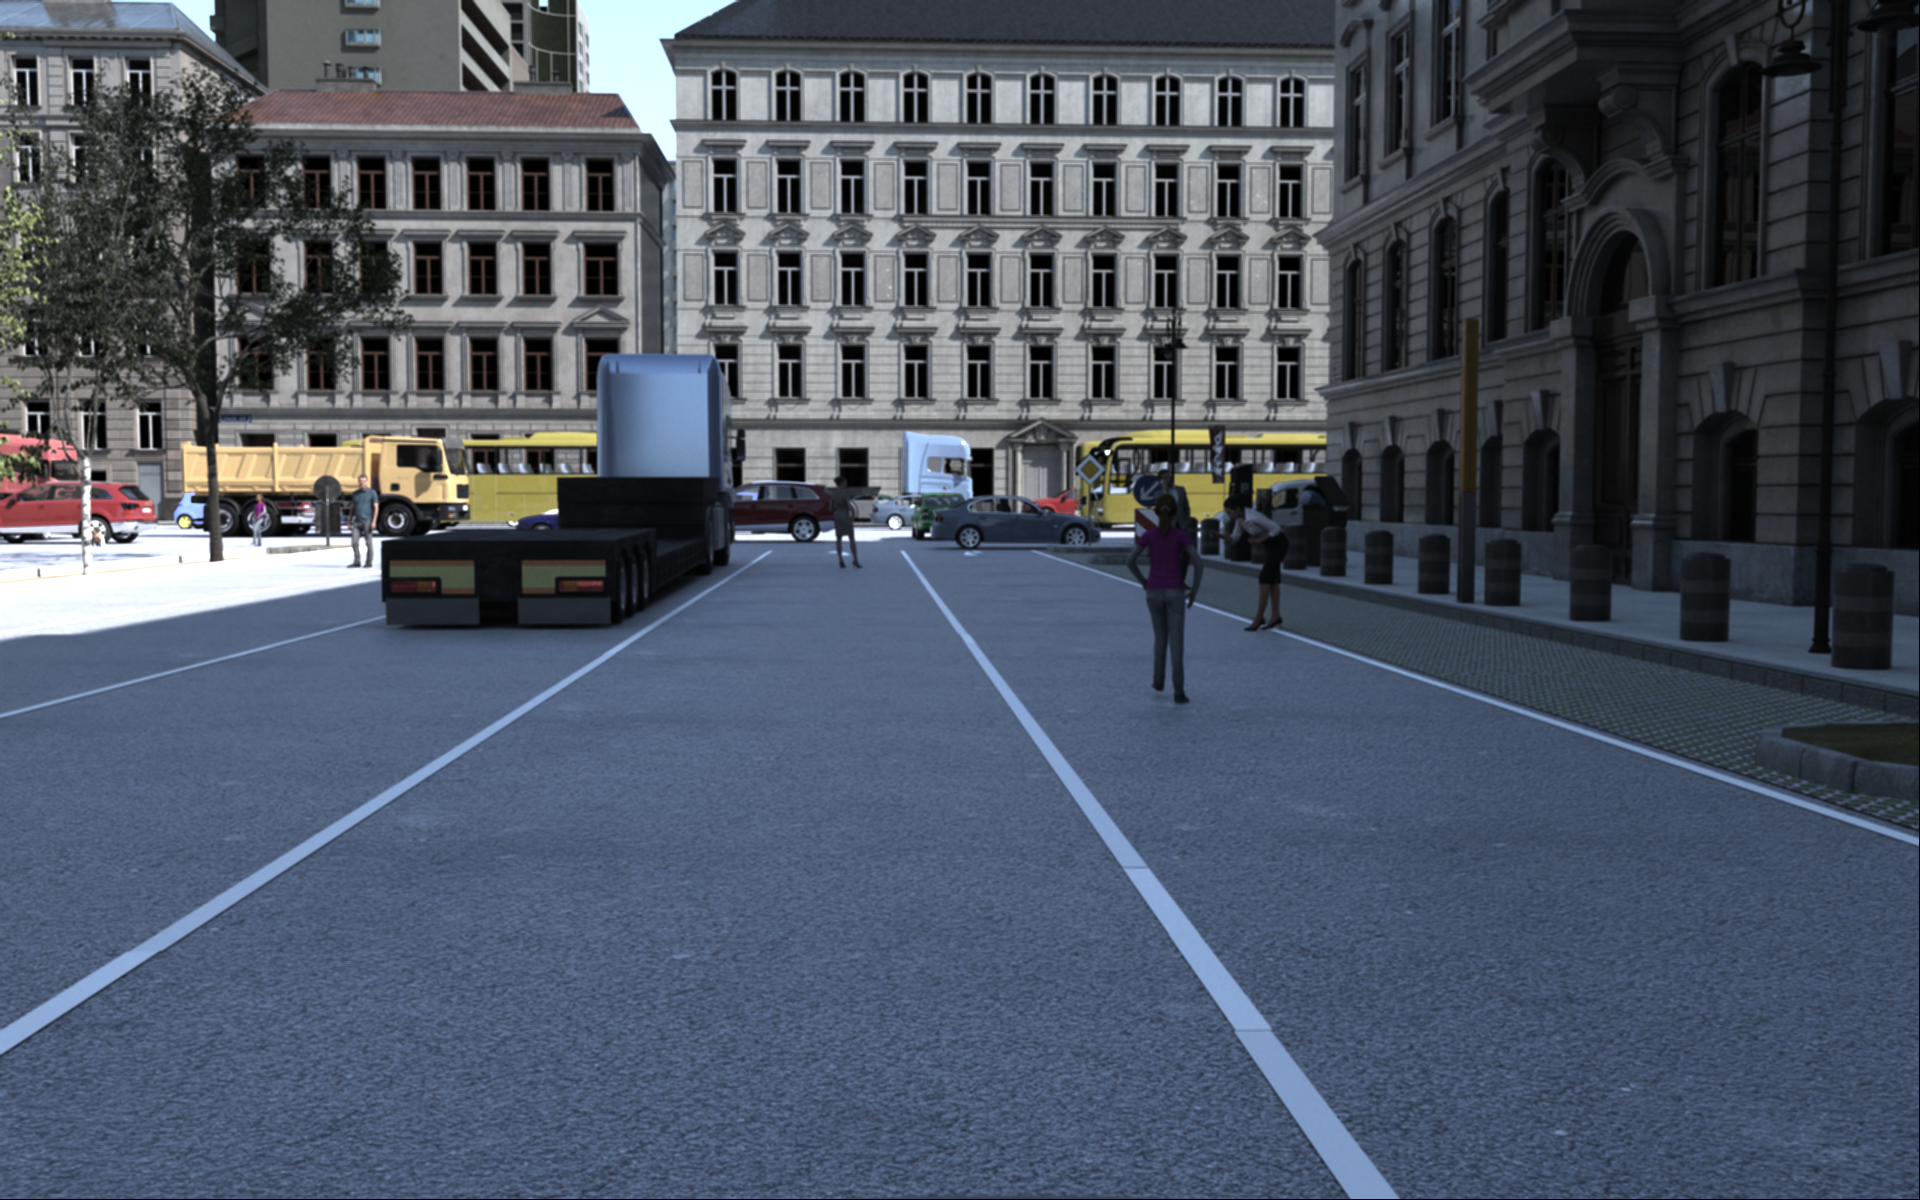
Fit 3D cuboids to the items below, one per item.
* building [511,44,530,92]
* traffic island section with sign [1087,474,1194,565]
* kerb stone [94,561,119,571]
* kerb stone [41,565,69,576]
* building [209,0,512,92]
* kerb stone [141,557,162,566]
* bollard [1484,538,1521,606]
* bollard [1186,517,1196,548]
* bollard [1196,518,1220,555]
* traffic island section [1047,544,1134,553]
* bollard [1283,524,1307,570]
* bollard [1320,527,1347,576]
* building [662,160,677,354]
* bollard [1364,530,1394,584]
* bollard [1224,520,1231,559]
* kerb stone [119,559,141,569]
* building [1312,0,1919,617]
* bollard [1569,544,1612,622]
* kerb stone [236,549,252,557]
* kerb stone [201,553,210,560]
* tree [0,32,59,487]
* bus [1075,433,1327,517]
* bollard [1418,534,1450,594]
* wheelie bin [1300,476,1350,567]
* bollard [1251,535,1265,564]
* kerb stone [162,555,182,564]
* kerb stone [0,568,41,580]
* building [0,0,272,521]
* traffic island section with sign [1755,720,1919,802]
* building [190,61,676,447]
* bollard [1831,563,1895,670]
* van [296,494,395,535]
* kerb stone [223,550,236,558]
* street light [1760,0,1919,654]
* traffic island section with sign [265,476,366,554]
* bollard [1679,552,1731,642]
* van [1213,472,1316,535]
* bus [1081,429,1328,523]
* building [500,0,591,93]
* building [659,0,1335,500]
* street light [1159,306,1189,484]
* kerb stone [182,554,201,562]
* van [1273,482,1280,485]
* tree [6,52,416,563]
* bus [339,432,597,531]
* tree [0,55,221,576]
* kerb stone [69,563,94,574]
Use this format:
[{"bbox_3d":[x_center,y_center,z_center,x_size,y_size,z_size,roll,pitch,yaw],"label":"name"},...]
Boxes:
[{"bbox_3d":[-49.090,-31.610,166.932,14.600,45.320,14.200,0,4,-3],"label":"building"},{"bbox_3d":[3.666,-1.651,35.622,1.989,1.847,2.006,0,4,-3],"label":"traffic island section with sign"},{"bbox_3d":[-16.083,-0.626,32.435,0.120,0.150,1.000,0,4,-3],"label":"kerb stone"},{"bbox_3d":[-15.971,-0.498,30.375,0.120,0.150,1.000,0,4,-3],"label":"kerb stone"},{"bbox_3d":[-51.178,-32.117,148.818,21.300,48.544,21.600,0,4,-3],"label":"building"},{"bbox_3d":[-16.202,-0.750,34.497,0.120,0.150,1.000,0,4,-3],"label":"kerb stone"},{"bbox_3d":[6.261,-0.322,19.976,0.404,0.777,0.398,0,3,0],"label":"bollard"},{"bbox_3d":[5.165,-1.490,39.083,0.404,0.777,0.398,0,3,0],"label":"bollard"},{"bbox_3d":[5.300,-1.344,36.695,0.404,0.777,0.398,0,3,0],"label":"bollard"},{"bbox_3d":[3.237,-1.269,43.021,2.009,0.180,2.903,0,4,-3],"label":"traffic island section"},{"bbox_3d":[5.708,-0.906,29.525,0.404,0.777,0.398,0,3,0],"label":"bollard"},{"bbox_3d":[5.851,-0.760,27.138,0.404,0.777,0.398,0,3,0],"label":"bollard"},{"bbox_3d":[-38.897,-38.624,251.102,30.456,49.044,23.786,0,4,-3],"label":"building"},{"bbox_3d":[5.987,-0.614,24.751,0.404,0.777,0.398,0,3,0],"label":"bollard"},{"bbox_3d":[5.436,-1.198,34.300,0.404,0.777,0.398,0,3,0],"label":"bollard"},{"bbox_3d":[-16.145,-0.686,33.471,0.120,0.150,1.000,0,4,-3],"label":"kerb stone"},{"bbox_3d":[14.758,-12.527,23.903,14.460,24.649,34.723,0,4,-3],"label":"building"},{"bbox_3d":[6.404,-0.175,17.584,0.404,0.777,0.398,0,3,0],"label":"bollard"},{"bbox_3d":[-16.497,-1.067,39.644,0.120,0.150,1.000,0,4,-3],"label":"kerb stone"},{"bbox_3d":[-16.372,-0.938,37.582,0.120,0.150,1.000,0,4,-3],"label":"kerb stone"},{"bbox_3d":[-14.762,-4.386,24.538,4.737,8.622,4.395,0,3,0],"label":"tree"},{"bbox_3d":[10.929,-4.856,70.937,12.252,3.916,2.896,0,4,-2],"label":"bus"},{"bbox_3d":[6.122,-0.468,22.363,0.404,0.777,0.398,0,3,0],"label":"bollard"},{"bbox_3d":[6.438,-1.394,30.693,0.693,1.594,0.980,3,5,42],"label":"wheelie bin"},{"bbox_3d":[5.572,-1.052,31.912,0.404,0.777,0.398,0,3,0],"label":"bollard"},{"bbox_3d":[-16.263,-0.815,35.523,0.120,0.150,1.000,0,4,-3],"label":"kerb stone"},{"bbox_3d":[-15.907,-0.436,29.341,0.120,0.150,1.000,0,4,-3],"label":"kerb stone"},{"bbox_3d":[-48.389,-17.618,85.320,25.104,27.353,12.463,0,4,-3],"label":"building"},{"bbox_3d":[5.210,-0.005,8.711,1.989,1.847,2.006,0,4,-3],"label":"traffic island section with sign"},{"bbox_3d":[-25.272,-15.301,86.321,21.152,22.565,11.583,0,4,-3],"label":"building"},{"bbox_3d":[6.675,0.117,12.808,0.404,0.777,0.398,0,3,0],"label":"bollard"},{"bbox_3d":[-21.920,-3.501,61.629,5.245,2.365,2.240,0,4,-5],"label":"van"},{"bbox_3d":[-16.441,-1.000,38.612,0.120,0.150,1.000,0,4,-3],"label":"kerb stone"},{"bbox_3d":[6.958,-2.510,13.821,0.468,5.910,1.993,0,4,-3],"label":"street light"},{"bbox_3d":[-15.591,-2.082,42.180,2.006,1.907,1.989,0,4,-3],"label":"traffic island section with sign"},{"bbox_3d":[6.537,-0.029,15.196,0.404,0.777,0.398,0,3,0],"label":"bollard"},{"bbox_3d":[8.928,-2.476,47.490,4.112,2.044,2.013,0,4,-2],"label":"van"},{"bbox_3d":[10.938,-4.607,66.873,12.252,3.916,2.896,0,4,-5],"label":"bus"},{"bbox_3d":[-64.278,-49.468,247.057,20.611,71.187,20.563,0,4,-3],"label":"building"},{"bbox_3d":[7.520,-19.231,90.849,44.131,29.872,17.030,0,4,-3],"label":"building"},{"bbox_3d":[5.246,-4.273,42.658,0.468,5.910,1.993,0,4,-3],"label":"street light"},{"bbox_3d":[-16.323,-0.875,36.550,0.120,0.150,1.000,0,4,-3],"label":"kerb stone"},{"bbox_3d":[11.282,-3.046,56.818,2.013,2.044,4.112,0,4,-4],"label":"van"},{"bbox_3d":[-15.217,-6.032,35.498,8.767,10.594,7.601,0,4,-3],"label":"tree"},{"bbox_3d":[-18.182,-4.746,69.152,12.252,3.916,2.896,0,4,-5],"label":"bus"},{"bbox_3d":[-14.741,-4.671,29.187,4.360,8.622,3.978,0,3,0],"label":"tree"},{"bbox_3d":[-16.030,-0.563,31.408,0.120,0.150,1.000,0,4,-3],"label":"kerb stone"}]
